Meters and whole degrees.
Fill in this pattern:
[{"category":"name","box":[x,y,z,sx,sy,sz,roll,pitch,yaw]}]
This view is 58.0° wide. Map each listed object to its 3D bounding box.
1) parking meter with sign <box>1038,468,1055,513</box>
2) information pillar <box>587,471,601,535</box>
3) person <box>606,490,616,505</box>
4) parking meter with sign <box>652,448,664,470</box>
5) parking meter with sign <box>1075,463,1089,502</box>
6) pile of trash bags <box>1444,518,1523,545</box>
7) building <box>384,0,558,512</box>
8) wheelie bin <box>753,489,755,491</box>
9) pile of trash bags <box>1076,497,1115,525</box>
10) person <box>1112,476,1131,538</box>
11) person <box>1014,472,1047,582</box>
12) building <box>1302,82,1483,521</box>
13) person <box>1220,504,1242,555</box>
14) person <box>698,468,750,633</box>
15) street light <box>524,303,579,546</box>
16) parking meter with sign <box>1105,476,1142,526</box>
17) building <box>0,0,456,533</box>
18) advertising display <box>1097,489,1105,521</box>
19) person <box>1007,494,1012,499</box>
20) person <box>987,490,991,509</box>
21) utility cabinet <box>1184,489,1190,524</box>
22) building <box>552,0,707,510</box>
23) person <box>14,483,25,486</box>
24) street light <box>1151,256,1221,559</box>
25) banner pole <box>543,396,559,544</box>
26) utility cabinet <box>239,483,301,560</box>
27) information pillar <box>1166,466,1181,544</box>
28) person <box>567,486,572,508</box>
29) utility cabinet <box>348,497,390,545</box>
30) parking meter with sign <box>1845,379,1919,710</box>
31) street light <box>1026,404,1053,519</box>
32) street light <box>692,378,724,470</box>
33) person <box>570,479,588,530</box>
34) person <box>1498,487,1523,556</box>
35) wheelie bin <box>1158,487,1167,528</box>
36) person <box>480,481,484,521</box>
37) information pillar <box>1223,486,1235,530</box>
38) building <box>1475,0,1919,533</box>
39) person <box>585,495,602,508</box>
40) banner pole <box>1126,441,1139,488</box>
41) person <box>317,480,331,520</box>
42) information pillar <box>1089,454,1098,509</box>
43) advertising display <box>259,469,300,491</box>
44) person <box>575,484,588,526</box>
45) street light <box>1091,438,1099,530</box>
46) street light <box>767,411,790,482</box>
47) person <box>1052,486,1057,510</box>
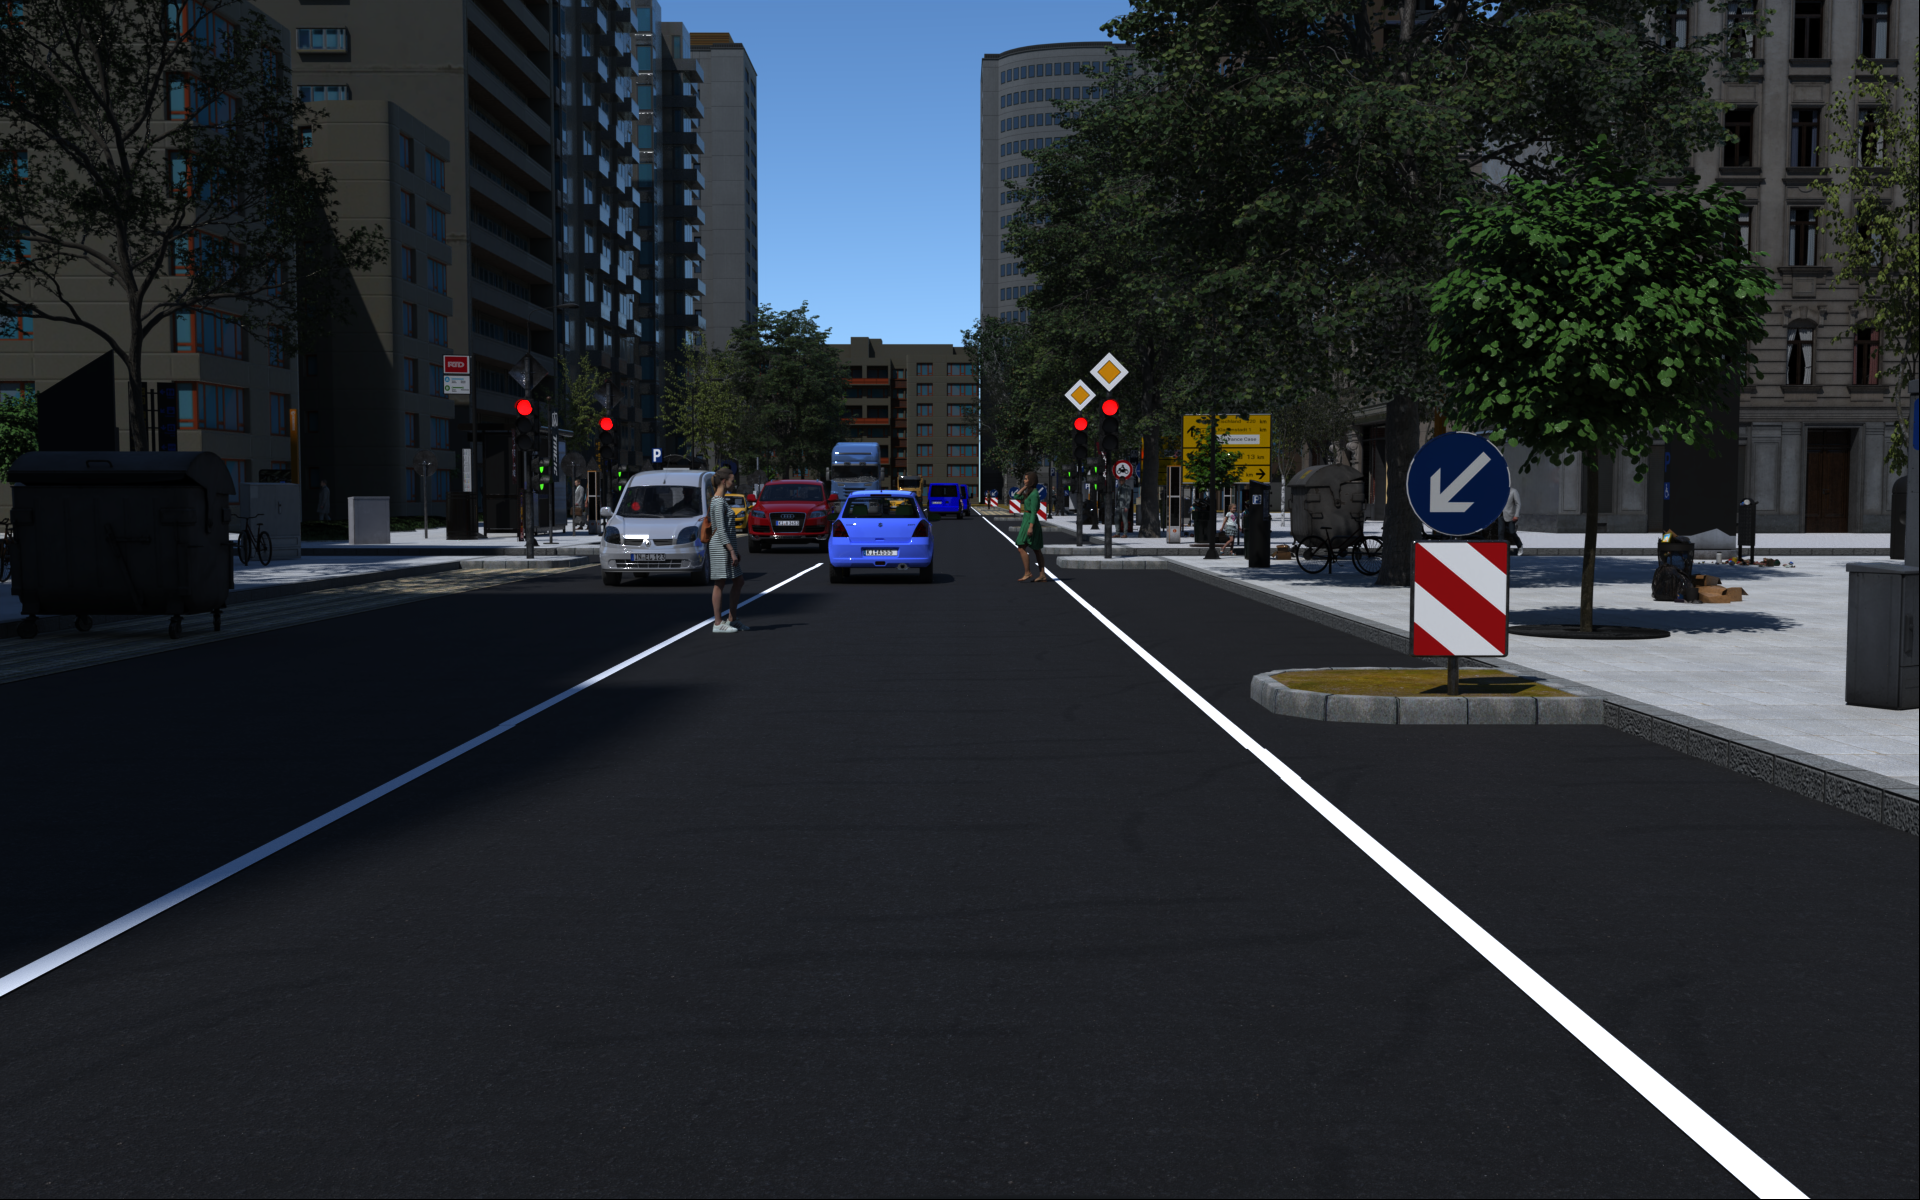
[{"category":"parking meter with sign","box":[5.496,-7.315,115.853,1.738,3.016,0.543,3,5,42]},{"category":"information pillar","box":[-11.586,-3.082,54.881,0.304,2.012,0.304,1,4,15]},{"category":"person","box":[-22.466,-6.433,111.409,0.721,1.800,0.419,0,4,-5]},{"category":"parking meter with sign","box":[-11.939,-4.208,65.067,0.543,3.016,1.738,3,4,36]},{"category":"parking meter with sign","box":[6.806,-6.011,94.533,0.543,3.016,1.738,-1,4,-18]},{"category":"pile of trash bags","box":[13.331,-2.141,44.750,1.912,1.369,3.447,0,4,8]},{"category":"building","box":[-37.259,-29.326,103.186,21.300,48.544,21.600,0,4,0]},{"category":"wheelie bin","box":[-11.905,-5.624,99.866,0.980,1.594,0.693,1,4,21]},{"category":"pile of trash bags","box":[6.546,-3.852,72.726,3.447,1.369,1.912,1,4,9]},{"category":"person","box":[4.742,-2.719,50.600,0.391,1.810,0.635,-3,5,-44]},{"category":"person","box":[1.171,-1.182,28.078,0.529,1.795,0.600,-1,4,-14]},{"category":"building","box":[23.847,-15.060,97.149,10.553,20.767,40.483,0,4,0]},{"category":"person","box":[6.352,-1.653,40.536,0.505,1.210,0.382,-2,4,-35]},{"category":"person","box":[-2.446,-0.516,17.937,0.522,1.701,0.512,0,4,-6]},{"category":"street light","box":[-9.970,-4.270,42.351,1.470,5.913,1.316,0,4,0]},{"category":"parking meter with sign","box":[6.697,-4.528,70.292,1.738,3.016,0.543,-1,4,-13]},{"category":"building","box":[-38.774,-13.809,70.820,27.650,21.520,28.899,0,4,0]},{"category":"advertising display","box":[6.726,-4.705,82.140,0.123,1.923,0.974,1,4,23]},{"category":"person","box":[5.027,-9.774,165.939,1.348,1.812,0.705,3,4,36]},{"category":"person","box":[2.611,-9.207,159.127,0.705,1.812,1.348,0,4,3]},{"category":"utility cabinet","box":[9.305,-4.002,74.107,1.173,1.500,0.318,-2,4,-35]},{"category":"building","box":[-40.523,-33.499,167.316,30.456,49.044,23.786,0,4,0]},{"category":"person","box":[-12.154,-0.990,22.797,0.480,1.755,0.524,1,4,20]},{"category":"street light","box":[4.433,-3.759,34.003,1.470,5.913,1.316,0,4,0]},{"category":"banner pole","box":[-10.382,-3.314,44.208,0.401,3.779,0.863,-2,4,-34]},{"category":"utility cabinet","box":[-13.366,-1.524,33.602,0.318,1.500,1.173,2,4,28]},{"category":"information pillar","box":[5.517,-2.461,44.733,0.304,2.012,0.304,0,4,-7]},{"category":"person","box":[-23.762,-6.127,106.335,0.853,1.813,0.709,2,4,25]},{"category":"utility cabinet","box":[-15.114,-2.027,44.303,0.306,1.237,1.020,3,5,40]},{"category":"parking meter with sign","box":[6.210,-0.884,10.716,1.738,3.016,0.543,-2,4,-31]},{"category":"street light","box":[4.117,-7.168,89.745,1.470,5.913,1.316,0,4,0]},{"category":"street light","box":[-10.157,-5.926,69.430,1.470,5.913,1.316,0,4,0]},{"category":"person","box":[-13.663,-3.424,62.153,0.853,1.813,0.709,-2,4,-34]},{"category":"person","box":[12.620,-1.927,39.860,0.795,1.843,0.661,-3,5,-40]},{"category":"wheelie bin","box":[7.835,-3.462,64.506,0.693,1.594,0.980,-3,5,-44]},{"category":"person","box":[-19.384,-4.018,71.098,0.648,1.900,0.474,1,4,20]},{"category":"information pillar","box":[9.722,-3.551,62.552,0.304,2.012,0.304,2,4,35]},{"category":"building","box":[28.358,-12.925,60.470,18.267,20.994,9.793,0,4,0]},{"category":"person","box":[-12.795,-3.323,60.474,0.616,1.811,0.778,-1,4,-20]},{"category":"banner pole","box":[8.042,-5.591,81.427,0.863,3.779,0.401,3,4,37]},{"category":"person","box":[-23.293,-3.501,63.394,0.767,1.812,0.694,-1,4,-17]},{"category":"information pillar","box":[6.800,-5.917,88.094,0.504,3.616,0.183,0,4,0]},{"category":"advertising display","box":[-17.642,-2.429,44.923,0.974,1.923,0.123,-1,4,-14]},{"category":"person","box":[-15.014,-3.854,69.273,0.699,1.804,1.509,1,4,17]},{"category":"street light","box":[4.355,-5.509,62.616,1.470,5.913,1.316,0,4,0]},{"category":"street light","box":[-10.154,-7.578,96.442,1.470,5.913,1.316,0,4,0]},{"category":"person","box":[6.405,-6.795,117.309,0.590,1.801,0.661,3,4,37]}]
